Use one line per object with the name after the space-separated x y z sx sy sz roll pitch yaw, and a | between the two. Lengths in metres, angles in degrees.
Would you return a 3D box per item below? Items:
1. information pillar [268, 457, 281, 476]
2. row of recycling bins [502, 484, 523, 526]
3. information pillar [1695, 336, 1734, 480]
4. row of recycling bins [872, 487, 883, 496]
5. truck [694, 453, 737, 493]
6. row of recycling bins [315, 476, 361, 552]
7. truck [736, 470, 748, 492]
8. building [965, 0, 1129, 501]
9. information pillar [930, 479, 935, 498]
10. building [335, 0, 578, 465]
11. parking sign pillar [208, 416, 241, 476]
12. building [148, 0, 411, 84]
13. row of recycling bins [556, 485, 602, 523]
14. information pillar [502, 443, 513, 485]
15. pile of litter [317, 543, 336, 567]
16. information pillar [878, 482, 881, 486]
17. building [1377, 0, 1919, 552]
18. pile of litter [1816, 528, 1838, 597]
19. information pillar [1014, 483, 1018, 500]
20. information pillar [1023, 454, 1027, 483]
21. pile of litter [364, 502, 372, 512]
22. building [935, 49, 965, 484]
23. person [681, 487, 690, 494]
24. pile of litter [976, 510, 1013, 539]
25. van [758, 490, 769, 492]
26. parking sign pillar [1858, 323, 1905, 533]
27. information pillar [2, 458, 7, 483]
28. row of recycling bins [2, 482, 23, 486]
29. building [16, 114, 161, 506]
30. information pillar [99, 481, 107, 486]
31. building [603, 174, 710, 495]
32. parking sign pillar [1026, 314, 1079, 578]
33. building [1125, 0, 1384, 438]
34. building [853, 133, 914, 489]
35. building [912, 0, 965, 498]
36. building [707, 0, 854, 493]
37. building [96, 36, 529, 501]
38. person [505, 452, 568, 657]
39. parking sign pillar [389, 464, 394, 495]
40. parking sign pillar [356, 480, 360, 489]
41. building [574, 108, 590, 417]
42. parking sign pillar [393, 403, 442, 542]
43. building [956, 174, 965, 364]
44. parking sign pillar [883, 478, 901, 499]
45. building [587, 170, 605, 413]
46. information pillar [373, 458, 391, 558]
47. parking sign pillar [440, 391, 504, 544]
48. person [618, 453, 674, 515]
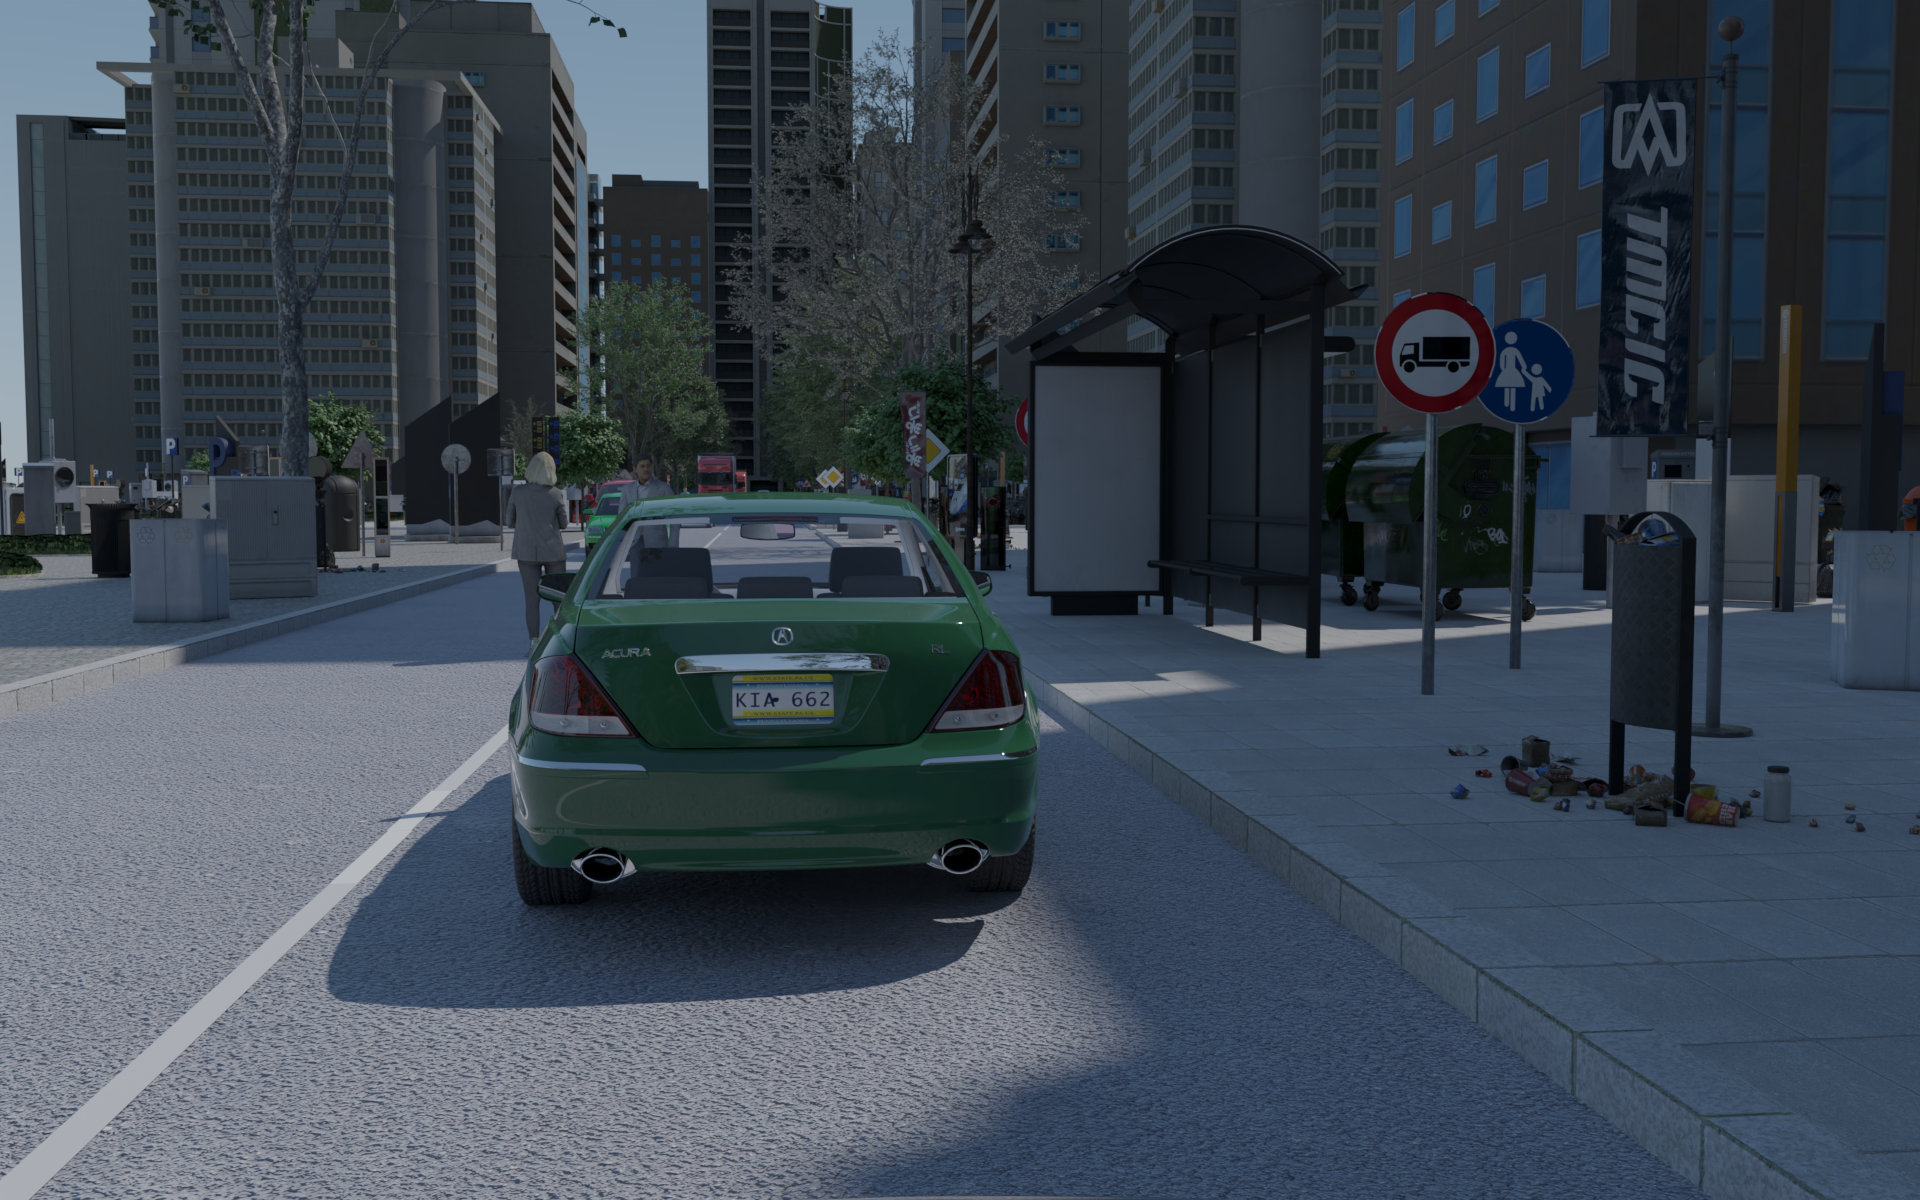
-13.612 -1.848 34.708 0.304 2.012 0.304 1 4 21 | information pillar
-18.097 -3.861 70.248 1.069 1.692 3.534 -2 4 -27 | row of recycling bins
11.246 -2.108 25.824 0.504 3.616 0.183 2 4 34 | information pillar
-6.189 -8.419 144.767 3.534 1.692 1.069 2 4 29 | row of recycling bins
-16.785 -8.002 119.751 2.839 4.237 11.283 0 4 -7 | truck
-14.534 -2.004 39.875 1.069 1.692 3.534 -2 4 -30 | row of recycling bins
-26.270 -13.078 202.743 2.839 4.237 11.283 0 4 -7 | truck
12.194 -31.346 136.216 21.300 48.544 21.600 0 4 -6 | building
-1.252 -5.117 75.012 0.183 3.616 0.504 2 4 31 | information pillar
-50.706 -33.721 175.040 21.300 48.544 21.600 0 4 -6 | building
-25.119 -4.325 59.187 1.447 3.967 1.447 3 4 38 | parking sign pillar
-71.285 -39.557 188.762 28.212 58.520 21.231 0 4 -6 | building
-16.592 -4.331 77.930 3.534 1.692 1.069 -2 4 -24 | row of recycling bins
-20.865 -5.418 79.936 0.504 3.616 0.183 -2 4 -35 | information pillar
-11.636 -0.990 30.155 1.176 0.858 1.719 3 5 44 | pile of litter
-4.923 -7.150 108.260 0.504 3.616 0.183 -1 4 -21 | information pillar
19.368 -23.917 41.150 14.600 45.320 14.200 0 4 -6 | building
11.277 -0.470 21.654 1.719 0.858 1.176 -3 5 -43 | pile of litter
3.702 -6.583 112.120 0.304 2.012 0.304 -1 4 -12 | information pillar
3.904 -6.712 101.090 0.504 3.616 0.183 3 4 39 | information pillar
-33.083 -5.072 96.894 1.176 0.858 1.719 -3 5 -44 | pile of litter
5.106 -31.984 173.042 14.600 45.320 14.200 0 4 -6 | building
-14.905 -5.237 94.136 0.660 1.820 0.620 -2 4 -24 | person
0.993 -2.207 50.046 1.176 0.858 1.719 1 4 10 | pile of litter
-21.267 -11.033 187.398 2.013 2.044 4.112 0 4 -8 | van
14.840 -2.414 27.941 1.447 3.967 1.447 1 4 21 | parking sign pillar
-62.310 -7.429 112.823 0.183 3.616 0.504 1 4 15 | information pillar
-32.606 -3.139 58.428 3.534 1.692 1.069 1 4 14 | row of recycling bins
-92.973 -30.998 190.415 14.086 41.232 14.154 0 4 -6 | building
-47.835 -5.640 96.701 0.304 2.012 0.304 -1 4 -11 | information pillar
-42.592 -36.431 245.761 14.200 45.320 14.600 0 4 -6 | building
1.728 -2.312 26.269 1.447 3.967 1.447 -2 4 -32 | parking sign pillar
23.287 -25.049 101.438 23.993 40.220 32.217 0 4 -6 | building
-2.031 -40.873 257.512 27.495 52.752 28.713 0 4 -6 | building
5.279 -39.902 194.390 21.231 58.520 28.212 0 4 -6 | building
-25.759 -49.709 250.989 20.611 71.187 20.563 0 4 -6 | building
-54.171 -28.133 151.857 32.217 40.220 23.993 0 4 -6 | building
-3.732 -0.406 15.321 0.537 1.800 0.526 0 4 -3 | person
-34.960 -7.329 108.300 1.447 3.967 1.447 -2 4 -34 | parking sign pillar
-45.284 -8.567 128.547 1.447 3.967 1.447 0 4 2 | parking sign pillar
-49.814 -33.363 195.603 14.200 45.320 14.600 0 4 -6 | building
-14.443 -3.597 47.291 1.447 3.967 1.447 0 4 -1 | parking sign pillar
6.415 -23.714 159.426 14.160 30.474 14.107 0 4 -6 | building
-2.944 -5.375 76.360 1.447 3.967 1.447 2 4 23 | parking sign pillar
-65.650 -38.498 249.047 30.456 49.044 23.786 0 4 -6 | building
-11.701 -1.869 35.045 0.304 2.012 0.304 -1 4 -20 | information pillar
-12.715 -3.481 45.379 1.447 3.967 1.447 -1 4 -21 | parking sign pillar
-3.139 -0.562 17.536 0.661 1.843 0.795 1 4 8 | person
